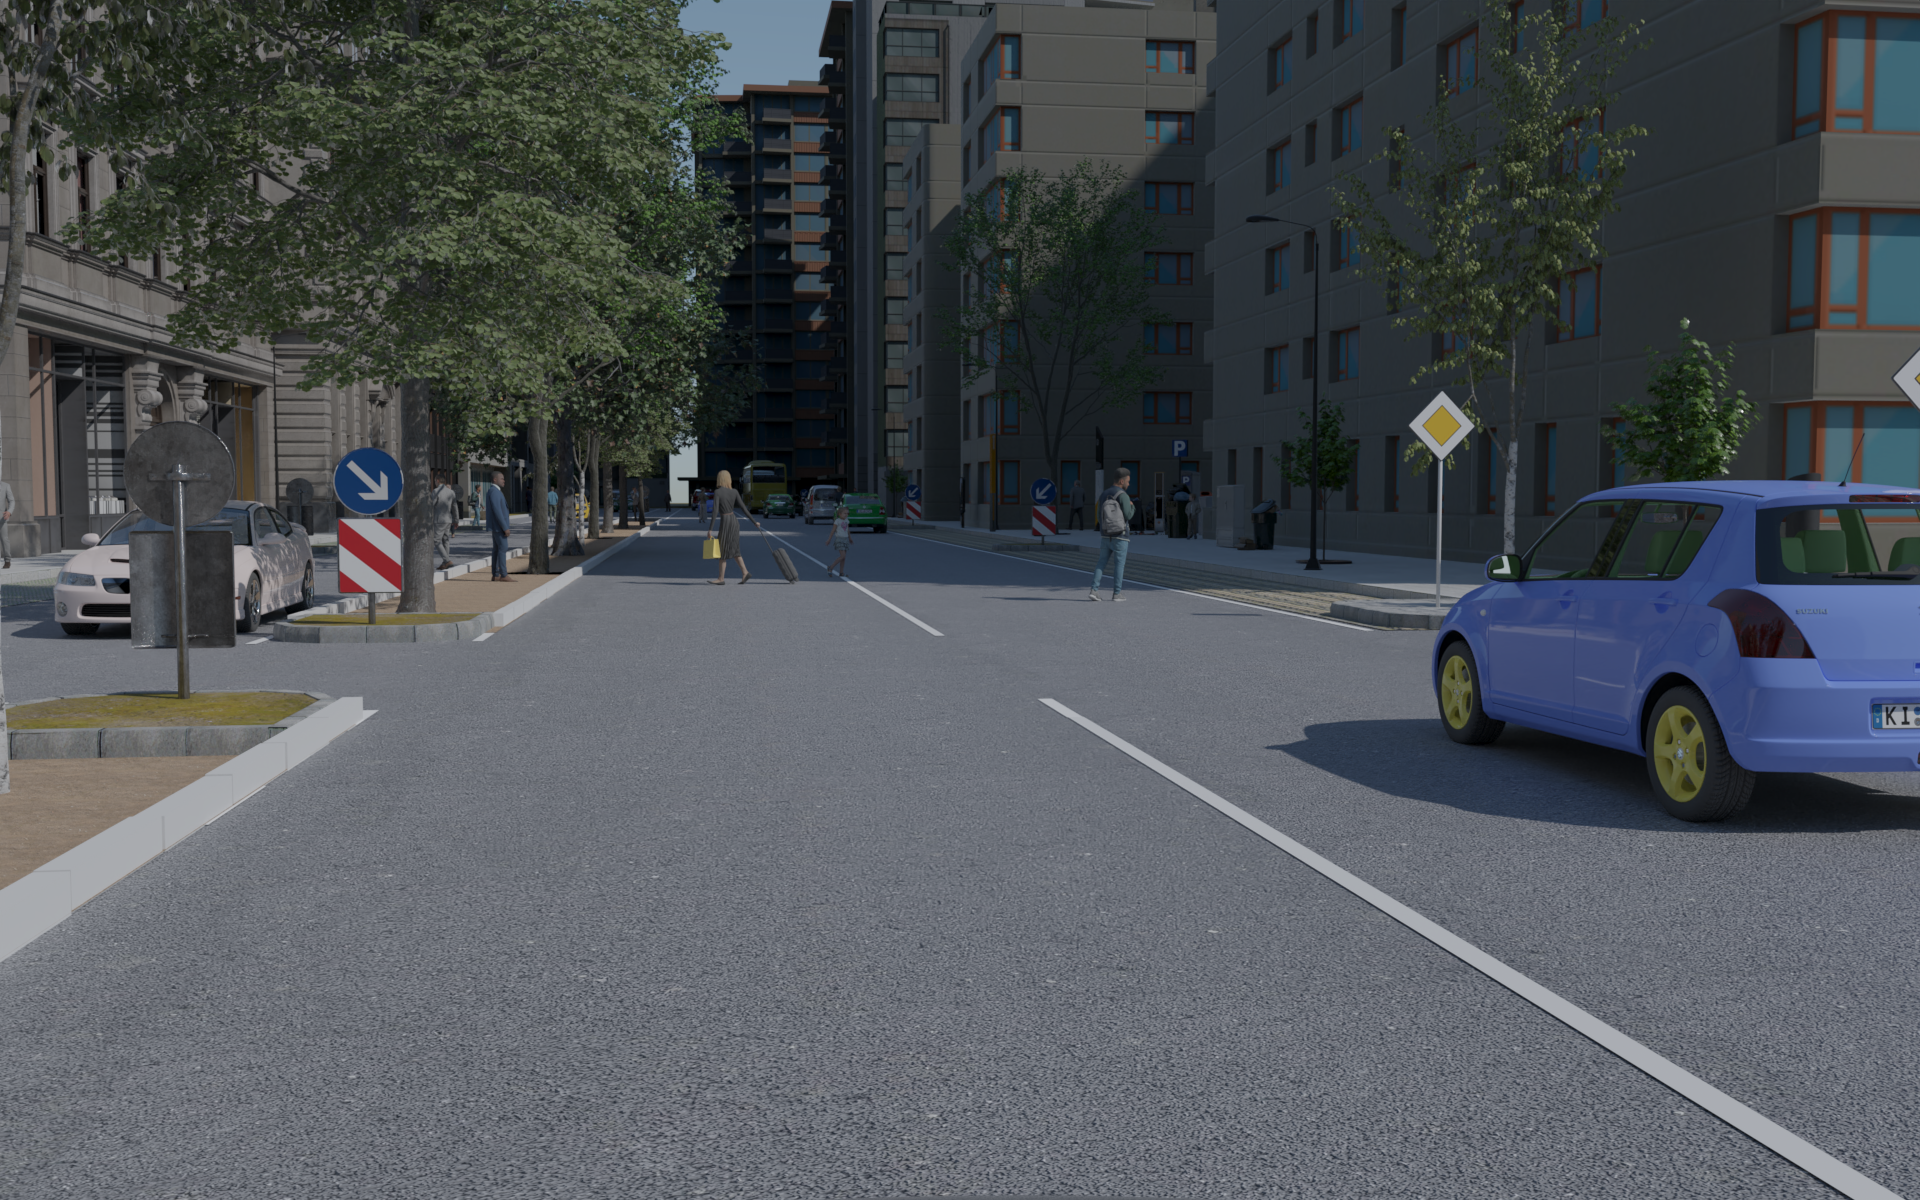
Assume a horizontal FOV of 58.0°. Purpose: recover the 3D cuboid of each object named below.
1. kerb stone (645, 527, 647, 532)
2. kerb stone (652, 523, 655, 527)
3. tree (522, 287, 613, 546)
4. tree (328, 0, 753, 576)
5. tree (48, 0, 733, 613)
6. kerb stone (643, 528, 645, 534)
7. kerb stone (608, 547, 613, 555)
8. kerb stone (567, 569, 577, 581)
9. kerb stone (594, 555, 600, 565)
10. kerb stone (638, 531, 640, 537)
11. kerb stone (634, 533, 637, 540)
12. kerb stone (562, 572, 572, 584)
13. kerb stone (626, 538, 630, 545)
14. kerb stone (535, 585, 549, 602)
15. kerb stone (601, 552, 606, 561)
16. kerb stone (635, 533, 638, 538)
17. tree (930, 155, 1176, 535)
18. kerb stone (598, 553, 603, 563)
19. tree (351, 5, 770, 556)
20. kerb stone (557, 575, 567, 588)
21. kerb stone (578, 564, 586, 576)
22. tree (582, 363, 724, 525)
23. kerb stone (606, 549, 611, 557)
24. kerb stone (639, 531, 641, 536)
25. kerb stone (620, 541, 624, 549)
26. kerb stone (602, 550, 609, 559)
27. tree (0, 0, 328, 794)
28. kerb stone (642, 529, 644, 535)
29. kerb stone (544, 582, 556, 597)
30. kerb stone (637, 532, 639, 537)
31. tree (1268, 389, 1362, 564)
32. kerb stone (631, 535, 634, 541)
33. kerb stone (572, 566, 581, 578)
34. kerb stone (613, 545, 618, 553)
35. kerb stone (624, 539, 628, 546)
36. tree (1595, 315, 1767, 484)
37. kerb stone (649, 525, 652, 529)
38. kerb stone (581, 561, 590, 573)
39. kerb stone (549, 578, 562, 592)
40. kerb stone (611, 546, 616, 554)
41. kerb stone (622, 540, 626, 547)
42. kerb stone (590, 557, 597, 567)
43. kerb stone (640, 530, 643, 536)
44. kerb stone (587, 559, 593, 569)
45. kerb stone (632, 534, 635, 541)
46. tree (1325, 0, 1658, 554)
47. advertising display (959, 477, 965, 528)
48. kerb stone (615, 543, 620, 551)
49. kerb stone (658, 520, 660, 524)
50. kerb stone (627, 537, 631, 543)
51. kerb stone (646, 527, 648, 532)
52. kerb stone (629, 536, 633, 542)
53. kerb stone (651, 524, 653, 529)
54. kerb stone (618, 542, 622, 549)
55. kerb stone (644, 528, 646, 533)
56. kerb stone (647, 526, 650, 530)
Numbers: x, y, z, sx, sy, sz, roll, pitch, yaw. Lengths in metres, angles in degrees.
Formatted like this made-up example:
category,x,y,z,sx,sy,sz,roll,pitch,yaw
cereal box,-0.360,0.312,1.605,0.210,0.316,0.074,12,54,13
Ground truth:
category,x,y,z,sx,sy,sz,roll,pitch,yaw
kerb stone,-11.322,-2.419,61.746,0.120,0.150,1.000,-1,4,-8
kerb stone,-12.671,-2.977,70.871,0.120,0.150,1.000,-1,4,-8
tree,-10.435,-5.791,47.508,4.360,8.622,3.978,0,3,0
tree,-7.351,-6.244,30.305,9.928,11.665,9.643,0,3,0
tree,-6.400,-6.077,19.938,7.486,12.596,7.792,0,3,0
kerb stone,-11.025,-2.294,59.723,0.120,0.150,1.000,-1,4,-8
kerb stone,-8.032,-1.052,39.416,0.120,0.150,1.000,-1,4,-8
kerb stone,-6.388,-0.369,28.233,0.120,0.150,1.000,-1,4,-8
kerb stone,-7.283,-0.741,34.360,0.120,0.150,1.000,-1,4,-8
kerb stone,-10.430,-2.046,55.650,0.120,0.150,1.000,-1,4,-8
kerb stone,-9.981,-1.859,52.598,0.120,0.150,1.000,-1,4,-8
kerb stone,-6.234,-0.307,27.217,0.120,0.150,1.000,-1,4,-8
kerb stone,-9.222,-1.549,47.527,0.120,0.150,1.000,-1,4,-8
kerb stone,-5.640,-0.059,23.167,0.120,0.150,1.000,-1,4,-8
kerb stone,-7.586,-0.860,36.382,0.120,0.150,1.000,-1,4,-8
kerb stone,-10.122,-1.922,53.615,0.120,0.150,1.000,-1,4,-8
tree,2.887,-7.865,54.343,9.928,11.665,9.643,0,3,0
kerb stone,-7.432,-0.806,35.371,0.120,0.150,1.000,-1,4,-8
tree,-9.184,-7.375,40.048,9.611,12.733,9.660,0,3,0
kerb stone,-6.084,-0.243,26.206,0.120,0.150,1.000,-1,4,-8
kerb stone,-6.681,-0.494,30.275,0.120,0.150,1.000,-1,4,-8
tree,-14.528,-8.700,79.114,8.767,10.594,7.601,-1,4,-8
kerb stone,-7.889,-0.990,38.404,0.120,0.150,1.000,-1,4,-8
kerb stone,-10.588,-2.103,56.665,0.120,0.150,1.000,-1,4,-8
kerb stone,-8.785,-1.359,44.490,0.120,0.150,1.000,-1,4,-8
kerb stone,-7.733,-0.930,37.393,0.120,0.150,1.000,-1,4,-8
tree,-4.668,-3.389,8.223,4.360,8.622,3.978,0,3,0
kerb stone,-10.869,-2.233,58.700,0.120,0.150,1.000,-1,4,-8
kerb stone,-5.782,-0.120,24.180,0.120,0.150,1.000,-1,4,-8
kerb stone,-10.277,-1.983,54.640,0.120,0.150,1.000,-1,4,-8
tree,6.789,-2.296,32.133,1.663,3.219,1.824,0,3,0
kerb stone,-9.682,-1.732,50.569,0.120,0.150,1.000,-1,4,-8
kerb stone,-6.538,-0.432,29.262,0.120,0.150,1.000,-1,4,-8
kerb stone,-8.331,-1.177,41.439,0.120,0.150,1.000,-1,4,-8
kerb stone,-9.082,-1.487,46.514,0.120,0.150,1.000,-1,4,-8
tree,7.796,-1.489,18.941,1.663,3.219,1.824,0,3,0
kerb stone,-12.070,-2.729,66.820,0.120,0.150,1.000,-1,4,-8
kerb stone,-6.826,-0.557,31.299,0.120,0.150,1.000,-1,4,-8
kerb stone,-5.935,-0.183,25.194,0.120,0.150,1.000,-1,4,-8
kerb stone,-8.184,-1.115,40.427,0.120,0.150,1.000,-1,4,-8
kerb stone,-8.930,-1.426,45.503,0.120,0.150,1.000,-1,4,-8
kerb stone,-7.132,-0.682,33.339,0.120,0.150,1.000,-1,4,-8
kerb stone,-10.726,-2.163,57.688,0.120,0.150,1.000,-1,4,-8
kerb stone,-6.987,-0.619,32.322,0.120,0.150,1.000,-1,4,-8
kerb stone,-9.830,-1.798,51.587,0.120,0.150,1.000,-1,4,-8
tree,7.630,-4.530,24.428,4.737,8.622,4.395,0,3,0
advertising display,0.092,-3.703,65.760,0.123,1.923,0.974,0,4,-6
kerb stone,-8.480,-1.239,42.450,0.120,0.150,1.000,-1,4,-8
kerb stone,-13.720,-3.413,77.998,0.120,0.150,1.000,-1,4,-8
kerb stone,-9.373,-1.611,48.538,0.120,0.150,1.000,-1,4,-8
kerb stone,-11.467,-2.481,62.758,0.120,0.150,1.000,-1,4,-8
kerb stone,-9.521,-1.673,49.549,0.120,0.150,1.000,-1,4,-8
kerb stone,-12.371,-2.851,68.848,0.120,0.150,1.000,-1,4,-8
kerb stone,-8.630,-1.297,43.467,0.120,0.150,1.000,-1,4,-8
kerb stone,-11.168,-2.357,60.735,0.120,0.150,1.000,-1,4,-8
kerb stone,-11.775,-2.605,64.791,0.120,0.150,1.000,-1,4,-8
